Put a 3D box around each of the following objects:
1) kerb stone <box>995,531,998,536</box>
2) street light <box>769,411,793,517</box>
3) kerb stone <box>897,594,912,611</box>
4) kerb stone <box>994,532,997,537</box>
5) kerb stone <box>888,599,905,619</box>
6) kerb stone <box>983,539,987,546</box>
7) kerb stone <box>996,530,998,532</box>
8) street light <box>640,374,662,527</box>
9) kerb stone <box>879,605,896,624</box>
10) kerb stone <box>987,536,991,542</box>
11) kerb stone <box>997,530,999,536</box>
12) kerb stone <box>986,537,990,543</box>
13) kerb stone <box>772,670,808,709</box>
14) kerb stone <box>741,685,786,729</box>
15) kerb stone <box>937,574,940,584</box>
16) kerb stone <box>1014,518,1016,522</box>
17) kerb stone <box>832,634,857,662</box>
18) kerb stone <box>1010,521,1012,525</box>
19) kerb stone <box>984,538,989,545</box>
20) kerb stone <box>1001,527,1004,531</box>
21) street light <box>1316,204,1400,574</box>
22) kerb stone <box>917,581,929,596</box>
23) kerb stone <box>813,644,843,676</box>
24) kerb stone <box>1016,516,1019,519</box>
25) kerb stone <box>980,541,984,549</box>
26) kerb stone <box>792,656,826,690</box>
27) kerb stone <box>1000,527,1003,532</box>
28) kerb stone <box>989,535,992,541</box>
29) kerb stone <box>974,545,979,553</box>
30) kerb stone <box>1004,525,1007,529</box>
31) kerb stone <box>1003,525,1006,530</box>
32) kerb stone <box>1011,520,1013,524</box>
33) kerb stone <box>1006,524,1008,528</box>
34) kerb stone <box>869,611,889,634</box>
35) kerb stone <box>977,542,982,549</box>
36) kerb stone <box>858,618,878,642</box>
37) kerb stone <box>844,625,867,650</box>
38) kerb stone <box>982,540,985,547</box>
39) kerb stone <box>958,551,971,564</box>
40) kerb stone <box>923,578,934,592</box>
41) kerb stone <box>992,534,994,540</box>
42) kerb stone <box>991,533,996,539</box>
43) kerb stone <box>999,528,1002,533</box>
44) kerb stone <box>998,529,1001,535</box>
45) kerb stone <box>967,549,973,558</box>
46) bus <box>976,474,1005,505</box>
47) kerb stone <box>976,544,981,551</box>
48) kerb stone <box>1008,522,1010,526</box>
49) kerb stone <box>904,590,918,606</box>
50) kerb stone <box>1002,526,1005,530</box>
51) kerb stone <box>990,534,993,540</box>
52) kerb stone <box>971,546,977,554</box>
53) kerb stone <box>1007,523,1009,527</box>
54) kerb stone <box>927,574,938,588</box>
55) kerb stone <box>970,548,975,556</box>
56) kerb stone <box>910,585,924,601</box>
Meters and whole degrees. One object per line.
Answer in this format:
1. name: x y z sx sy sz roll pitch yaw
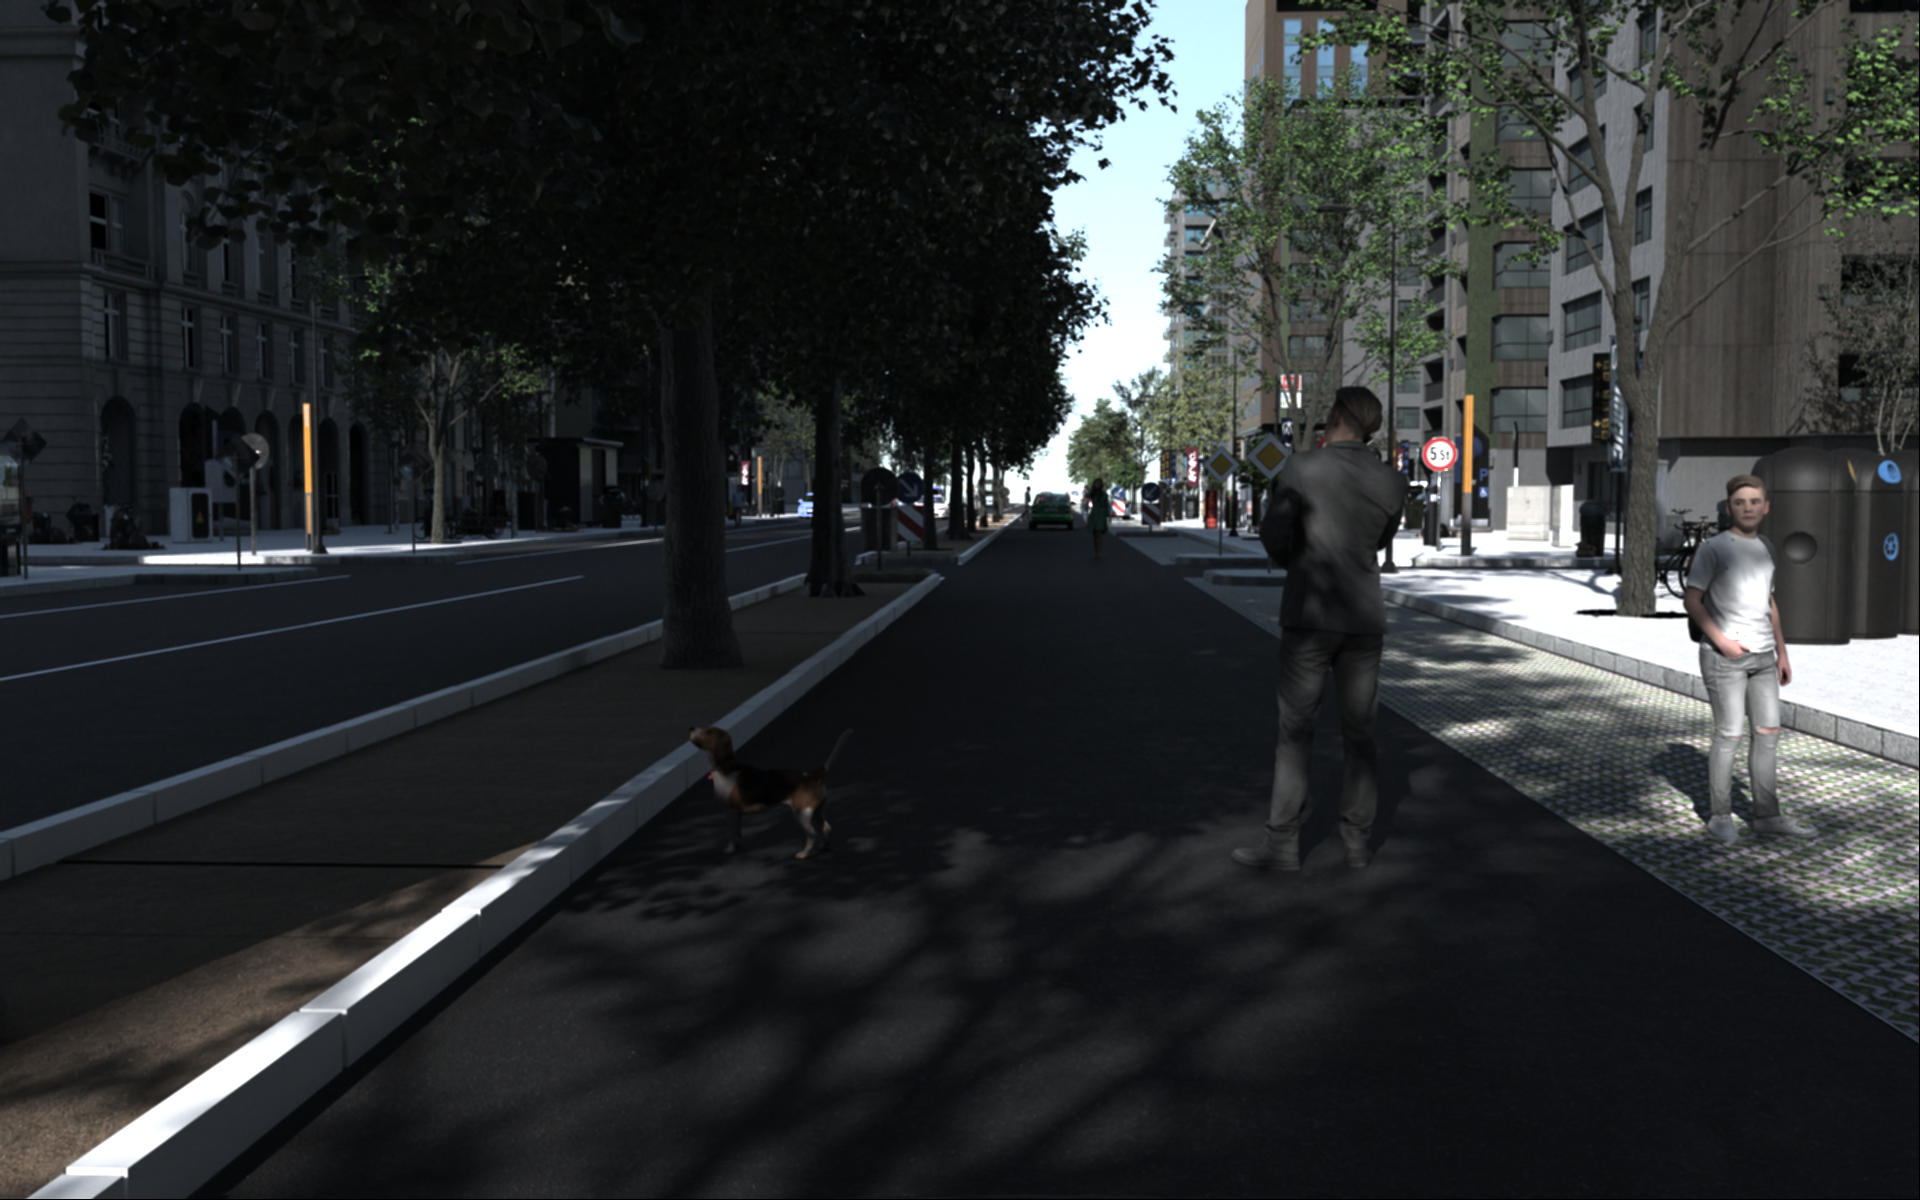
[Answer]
1. kerb stone: 1.049 -2.037 55.556 0.120 0.150 1.000 0 4 3
2. street light: -9.949 -7.577 96.421 1.470 5.913 1.316 0 4 3
3. kerb stone: -0.722 0.061 21.202 0.120 0.150 1.000 0 4 3
4. kerb stone: 0.997 -1.978 54.535 0.120 0.150 1.000 0 4 3
5. kerb stone: -0.773 0.123 20.181 0.120 0.150 1.000 0 4 3
6. kerb stone: 0.568 -1.478 46.358 0.120 0.150 1.000 0 4 3
7. kerb stone: 1.096 -2.103 56.577 0.120 0.150 1.000 0 4 3
8. street light: -11.651 -5.753 66.606 1.470 5.913 1.316 0 4 3
9. kerb stone: -0.835 0.187 19.155 0.120 0.150 1.000 0 4 3
10. kerb stone: 0.733 -1.666 49.429 0.120 0.150 1.000 0 4 3
11. kerb stone: 1.152 -2.158 57.602 0.120 0.150 1.000 0 4 3
12. kerb stone: 0.682 -1.599 48.409 0.120 0.150 1.000 0 4 3
13. kerb stone: -1.196 0.628 11.989 0.120 0.150 1.000 0 4 3
14. kerb stone: -1.251 0.687 10.961 0.120 0.150 1.000 0 4 3
15. kerb stone: -0.406 -0.315 27.342 0.120 0.150 1.000 0 4 3
16. kerb stone: 2.518 -3.793 84.204 0.120 0.150 1.000 0 4 3
17. kerb stone: -1.034 0.438 15.070 0.120 0.150 1.000 0 4 3
18. kerb stone: 2.099 -3.292 76.027 0.120 0.150 1.000 0 4 3
19. kerb stone: 0.635 -1.536 47.378 0.120 0.150 1.000 0 4 3
20. kerb stone: 1.420 -2.473 62.734 0.120 0.150 1.000 0 4 3
21. street light: 6.404 -3.386 27.906 1.470 5.913 1.316 0 4 3
22. kerb stone: -0.570 -0.127 24.274 0.120 0.150 1.000 0 4 3
23. kerb stone: -1.090 0.498 14.049 0.120 0.150 1.000 0 4 3
24. kerb stone: 2.891 -4.231 91.369 0.120 0.150 1.000 0 4 3
25. kerb stone: 0.469 -1.352 44.303 0.120 0.150 1.000 0 4 3
26. kerb stone: -1.148 0.561 13.020 0.120 0.150 1.000 0 4 3
27. kerb stone: 1.363 -2.417 61.713 0.120 0.150 1.000 0 4 3
28. kerb stone: 0.778 -1.728 50.451 0.120 0.150 1.000 0 4 3
29. kerb stone: 0.310 -1.164 41.224 0.120 0.150 1.000 0 4 3
30. kerb stone: 1.632 -2.730 66.831 0.120 0.150 1.000 0 4 3
31. kerb stone: 1.576 -2.665 65.811 0.120 0.150 1.000 0 4 3
32. kerb stone: 2.201 -3.418 78.072 0.120 0.150 1.000 0 4 3
33. kerb stone: 1.728 -2.855 68.877 0.120 0.150 1.000 0 4 3
34. kerb stone: -0.877 0.248 18.133 0.120 0.150 1.000 0 4 3
35. kerb stone: 0.419 -1.290 43.283 0.120 0.150 1.000 0 4 3
36. kerb stone: -0.940 0.311 17.113 0.120 0.150 1.000 0 4 3
37. kerb stone: -0.997 0.373 16.092 0.120 0.150 1.000 0 4 3
38. kerb stone: 0.521 -1.415 45.330 0.120 0.150 1.000 0 4 3
39. kerb stone: 0.098 -0.910 37.115 0.120 0.150 1.000 0 4 3
40. kerb stone: -0.513 -0.182 25.301 0.120 0.150 1.000 0 4 3
41. kerb stone: 0.890 -1.849 52.493 0.120 0.150 1.000 0 4 3
42. kerb stone: 0.944 -1.915 53.513 0.120 0.150 1.000 0 4 3
43. kerb stone: 1.315 -2.354 60.680 0.120 0.150 1.000 0 4 3
44. kerb stone: 1.214 -2.225 58.635 0.120 0.150 1.000 0 4 3
45. kerb stone: 0.156 -0.975 38.140 0.120 0.150 1.000 0 4 3
46. bus: 3.208 -11.368 180.728 2.948 3.499 13.247 0 4 2
47. kerb stone: 0.365 -1.223 42.259 0.120 0.150 1.000 0 4 3
48. kerb stone: 1.943 -3.100 72.959 0.120 0.150 1.000 0 4 3
49. kerb stone: -0.667 0.001 22.223 0.120 0.150 1.000 0 4 3
50. kerb stone: 1.475 -2.540 63.770 0.120 0.150 1.000 0 4 3
51. kerb stone: 0.836 -1.791 51.472 0.120 0.150 1.000 0 4 3
52. kerb stone: 0.256 -1.101 40.202 0.120 0.150 1.000 0 4 3
53. kerb stone: 1.836 -2.980 70.918 0.120 0.150 1.000 0 4 3
54. kerb stone: -0.462 -0.252 26.321 0.120 0.150 1.000 0 4 3
55. kerb stone: 0.210 -1.034 39.173 0.120 0.150 1.000 0 4 3
56. kerb stone: -0.613 -0.065 23.252 0.120 0.150 1.000 0 4 3
